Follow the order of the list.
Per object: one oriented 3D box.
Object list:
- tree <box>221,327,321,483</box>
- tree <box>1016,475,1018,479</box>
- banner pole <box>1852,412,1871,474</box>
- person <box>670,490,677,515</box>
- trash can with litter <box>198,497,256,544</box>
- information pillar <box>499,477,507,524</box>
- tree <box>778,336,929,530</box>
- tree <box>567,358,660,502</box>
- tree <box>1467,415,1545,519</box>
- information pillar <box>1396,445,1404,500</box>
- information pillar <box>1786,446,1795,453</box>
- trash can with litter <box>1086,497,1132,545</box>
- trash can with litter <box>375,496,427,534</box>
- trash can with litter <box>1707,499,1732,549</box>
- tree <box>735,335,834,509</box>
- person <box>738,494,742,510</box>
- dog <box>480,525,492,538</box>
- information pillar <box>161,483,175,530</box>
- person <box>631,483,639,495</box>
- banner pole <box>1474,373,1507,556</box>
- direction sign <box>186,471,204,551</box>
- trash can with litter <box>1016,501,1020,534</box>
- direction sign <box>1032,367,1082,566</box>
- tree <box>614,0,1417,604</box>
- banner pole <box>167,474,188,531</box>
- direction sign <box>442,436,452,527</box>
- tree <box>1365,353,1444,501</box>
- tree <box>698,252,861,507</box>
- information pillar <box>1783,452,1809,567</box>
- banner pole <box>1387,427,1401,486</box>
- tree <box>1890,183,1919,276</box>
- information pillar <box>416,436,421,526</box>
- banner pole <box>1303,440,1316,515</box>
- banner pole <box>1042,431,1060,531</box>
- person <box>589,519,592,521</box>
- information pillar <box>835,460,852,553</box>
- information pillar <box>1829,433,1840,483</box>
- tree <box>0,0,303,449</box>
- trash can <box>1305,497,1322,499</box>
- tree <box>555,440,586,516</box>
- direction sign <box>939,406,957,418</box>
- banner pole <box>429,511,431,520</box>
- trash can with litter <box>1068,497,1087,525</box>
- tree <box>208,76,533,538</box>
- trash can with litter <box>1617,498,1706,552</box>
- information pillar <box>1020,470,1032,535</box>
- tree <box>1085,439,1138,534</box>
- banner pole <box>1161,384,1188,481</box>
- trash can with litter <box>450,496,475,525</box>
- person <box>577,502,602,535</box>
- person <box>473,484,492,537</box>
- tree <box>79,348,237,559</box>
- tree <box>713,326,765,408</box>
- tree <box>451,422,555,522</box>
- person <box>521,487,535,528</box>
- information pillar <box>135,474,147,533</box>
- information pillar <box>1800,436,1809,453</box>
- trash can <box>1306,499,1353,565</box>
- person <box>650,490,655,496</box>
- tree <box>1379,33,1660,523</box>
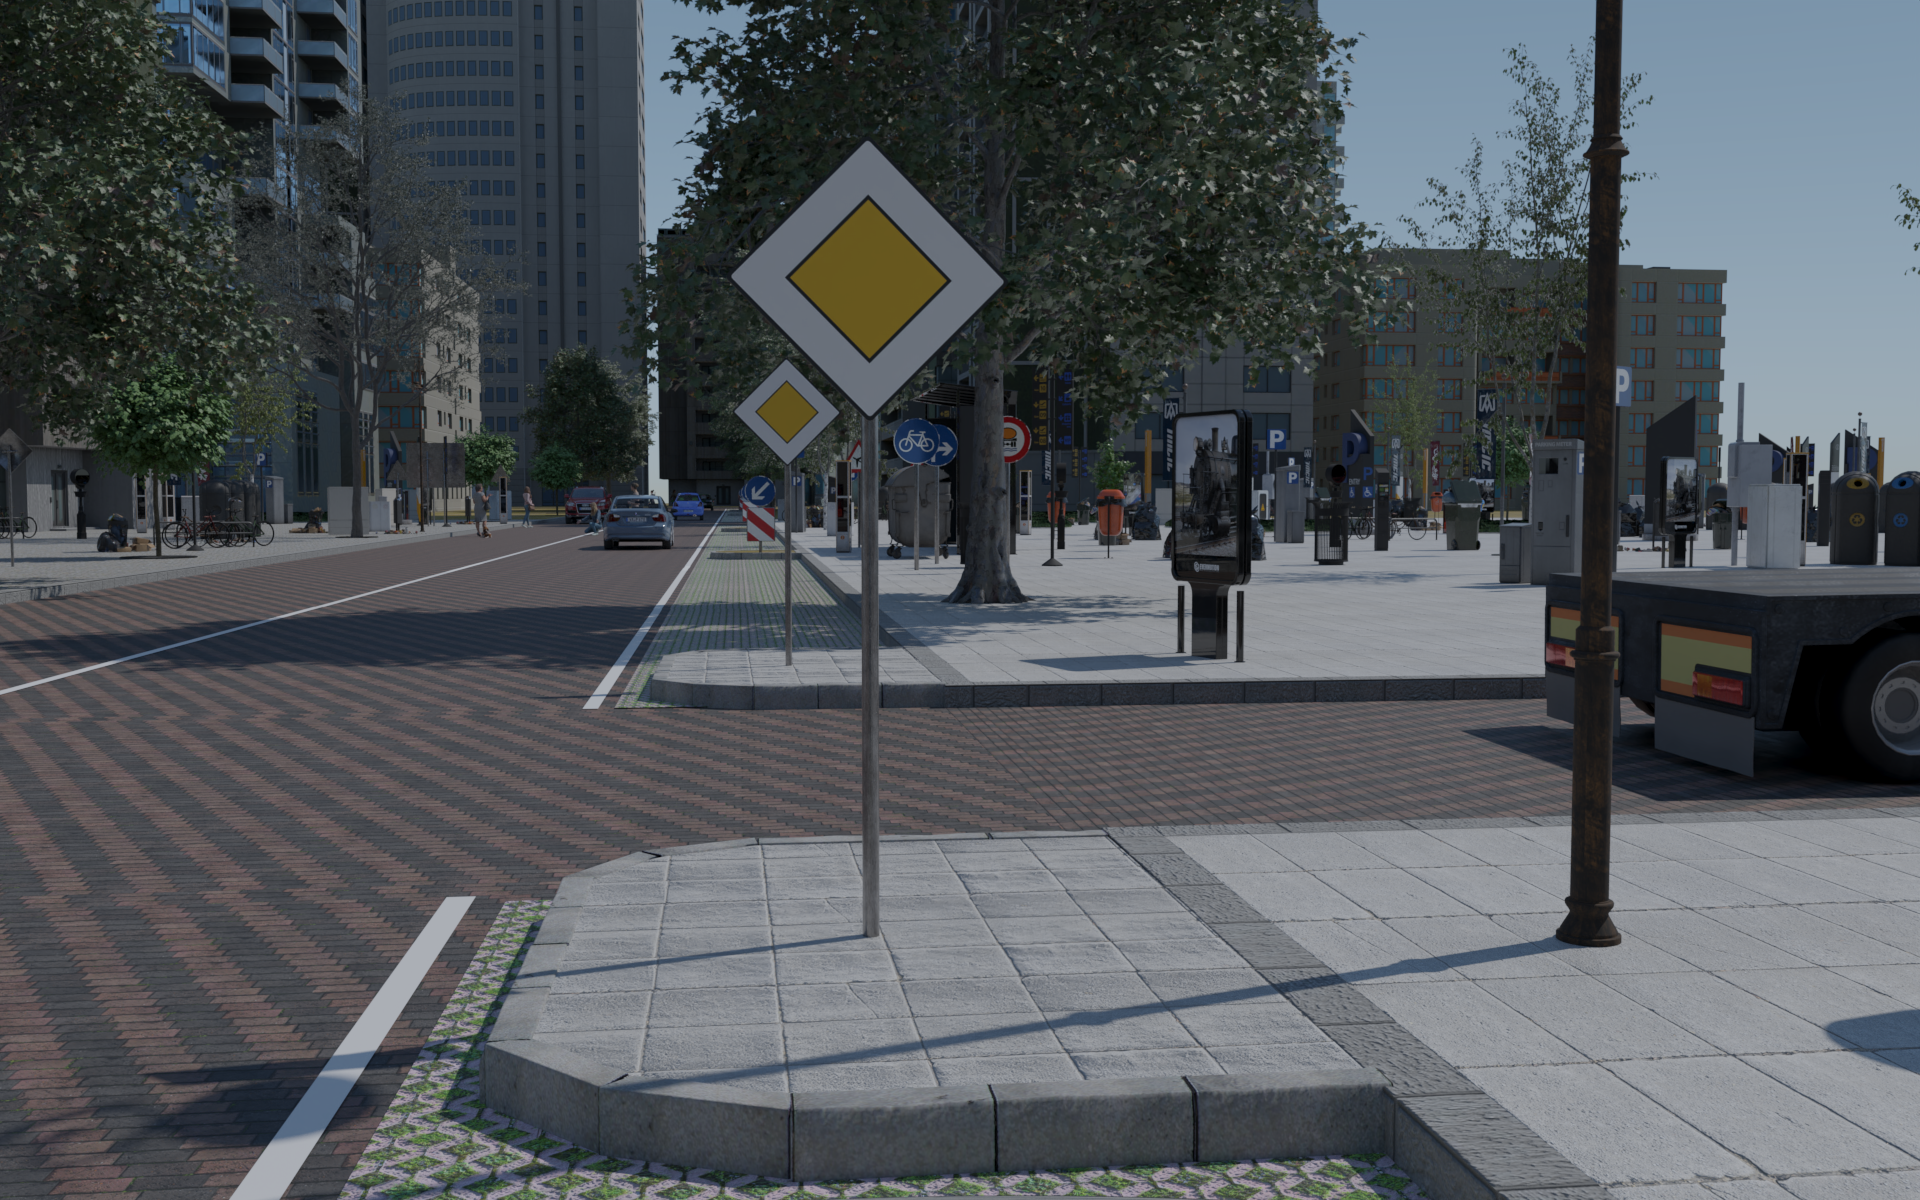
[{"bbox_3d":[-26.849,-7.067,65.911,4.737,8.622,4.395,0,3,0],"label":"tree"},{"bbox_3d":[1.632,-4.766,72.518,1.663,3.219,1.824,0,3,0],"label":"tree"},{"bbox_3d":[27.566,-3.851,52.987,0.863,3.779,0.401,-3,5,-43],"label":"banner pole"},{"bbox_3d":[-18.853,-6.457,114.794,0.721,1.735,1.217,-3,5,-42],"label":"person"},{"bbox_3d":[-19.394,-2.114,45.624,1.678,1.210,2.233,1,4,11],"label":"trash can with litter"},{"bbox_3d":[-19.655,-4.282,74.501,0.304,2.012,0.304,-1,4,-18],"label":"information pillar"},{"bbox_3d":[-2.987,-5.951,47.659,4.360,8.622,3.978,0,3,0],"label":"tree"},{"bbox_3d":[-32.142,-15.385,158.191,9.857,13.997,8.962,0,3,0],"label":"tree"},{"bbox_3d":[22.605,-5.380,71.677,4.285,4.588,4.351,0,3,0],"label":"tree"},{"bbox_3d":[20.883,-5.560,82.267,0.504,3.616,0.183,-3,5,-43],"label":"information pillar"},{"bbox_3d":[40.649,-5.714,84.774,0.504,3.616,0.183,1,4,10],"label":"information pillar"},{"bbox_3d":[3.801,-1.955,43.349,0.624,1.170,1.055,3,5,43],"label":"trash can with litter"},{"bbox_3d":[-18.105,-2.764,56.251,1.678,1.210,2.233,-1,4,-11],"label":"trash can with litter"},{"bbox_3d":[17.793,-1.776,40.425,0.624,1.170,1.055,2,4,27],"label":"trash can with litter"},{"bbox_3d":[-10.080,-11.423,104.894,7.486,12.596,7.792,0,3,0],"label":"tree"},{"bbox_3d":[-18.938,-8.530,149.442,0.415,1.643,0.593,-1,4,-10],"label":"person"},{"bbox_3d":[-15.608,-2.240,56.818,0.550,0.427,0.748,1,4,11],"label":"dog"},{"bbox_3d":[-28.503,-3.538,62.331,0.304,2.012,0.304,2,4,33],"label":"information pillar"},{"bbox_3d":[-10.180,-2.760,53.962,0.374,1.781,0.599,-1,4,-19],"label":"person"},{"bbox_3d":[11.127,-2.822,36.160,0.401,3.779,0.863,-3,5,-42],"label":"banner pole"},{"bbox_3d":[-17.306,-2.880,39.082,0.379,3.537,0.876,-2,4,-31],"label":"direction sign"},{"bbox_3d":[1.758,-2.704,55.592,1.055,1.170,0.624,2,4,32],"label":"trash can with litter"},{"bbox_3d":[1.646,-2.373,30.797,0.876,3.537,0.379,3,4,38],"label":"direction sign"},{"bbox_3d":[0.439,-6.314,20.237,9.611,12.733,9.660,0,3,0],"label":"tree"},{"bbox_3d":[-27.415,-4.328,60.784,0.863,3.779,0.401,-2,4,-23],"label":"banner pole"},{"bbox_3d":[-20.107,-4.633,67.746,0.379,3.537,0.876,-1,4,-23],"label":"direction sign"},{"bbox_3d":[23.057,-8.493,89.231,4.737,8.622,4.395,0,3,0],"label":"tree"},{"bbox_3d":[-7.719,-10.691,81.452,9.857,13.997,8.962,0,3,0],"label":"tree"},{"bbox_3d":[14.839,-1.606,30.748,0.304,2.012,0.304,1,4,11],"label":"information pillar"},{"bbox_3d":[16.172,-4.573,64.791,0.863,3.779,0.401,-2,4,-30],"label":"banner pole"},{"bbox_3d":[20.803,-5.020,32.434,4.737,8.622,4.395,0,3,0],"label":"tree"},{"bbox_3d":[-21.940,-4.822,70.195,0.183,3.616,0.504,-2,4,-29],"label":"information pillar"},{"bbox_3d":[16.373,-5.563,80.969,0.401,3.779,0.863,-3,5,-40],"label":"banner pole"},{"bbox_3d":[3.210,-4.279,59.986,0.863,3.779,0.401,1,4,17],"label":"banner pole"},{"bbox_3d":[-19.500,-5.122,91.878,1.348,1.869,0.705,-1,4,-14],"label":"person"},{"bbox_3d":[-2.539,-2.039,37.822,0.304,2.012,0.304,0,4,7],"label":"information pillar"},{"bbox_3d":[33.295,-4.563,65.960,0.504,3.616,0.183,-2,4,-28],"label":"information pillar"},{"bbox_3d":[-14.189,-6.528,23.741,9.611,12.733,9.660,0,3,0],"label":"tree"},{"bbox_3d":[15.562,-3.956,76.340,0.748,1.137,0.748,0,3,0],"label":"trash can"},{"bbox_3d":[-24.014,-7.326,103.499,4.285,4.588,4.351,0,3,0],"label":"tree"},{"bbox_3d":[-0.165,-3.218,44.612,0.876,3.537,0.379,2,4,35],"label":"direction sign"},{"bbox_3d":[-25.800,-5.804,84.918,0.863,3.779,0.401,-3,5,-42],"label":"banner pole"},{"bbox_3d":[4.842,-3.663,71.284,1.055,1.170,0.624,1,4,10],"label":"trash can with litter"},{"bbox_3d":[-17.580,-8.567,50.439,12.009,13.543,11.850,0,3,0],"label":"tree"},{"bbox_3d":[15.383,-1.701,38.870,2.233,1.210,1.678,-1,4,-11],"label":"trash can with litter"},{"bbox_3d":[2.045,-3.024,53.928,0.304,2.012,0.304,1,4,18],"label":"information pillar"},{"bbox_3d":[4.743,-3.682,54.802,1.663,3.219,1.824,0,3,0],"label":"tree"},{"bbox_3d":[4.941,-3.029,39.544,0.863,3.779,0.401,3,5,44],"label":"banner pole"},{"bbox_3d":[-20.872,-3.829,73.662,1.678,1.210,2.233,-2,4,-24],"label":"trash can with litter"},{"bbox_3d":[-12.754,-2.827,60.228,0.738,1.151,1.012,-3,5,-42],"label":"person"},{"bbox_3d":[-16.036,-3.026,58.326,0.716,1.782,0.532,2,4,28],"label":"person"},{"bbox_3d":[-16.089,-3.121,34.741,4.285,4.588,4.351,0,3,0],"label":"tree"},{"bbox_3d":[-17.400,-18.933,165.446,12.611,20.169,13.585,0,3,0],"label":"tree"},{"bbox_3d":[-21.826,-5.844,79.261,4.285,4.588,4.351,0,3,0],"label":"tree"},{"bbox_3d":[-18.584,-3.987,74.275,0.643,1.750,0.593,-3,5,-40],"label":"person"},{"bbox_3d":[-26.771,-3.188,56.611,0.304,2.012,0.304,-2,4,-27],"label":"information pillar"},{"bbox_3d":[34.150,-4.815,70.086,0.504,3.616,0.183,-2,4,-35],"label":"information pillar"},{"bbox_3d":[6.729,-1.207,31.380,0.748,1.137,0.748,0,3,0],"label":"trash can"},{"bbox_3d":[-20.624,-6.530,116.068,0.445,1.727,0.742,0,4,-1],"label":"person"},{"bbox_3d":[9.224,-4.754,28.096,4.360,8.622,3.978,0,3,0],"label":"tree"}]
